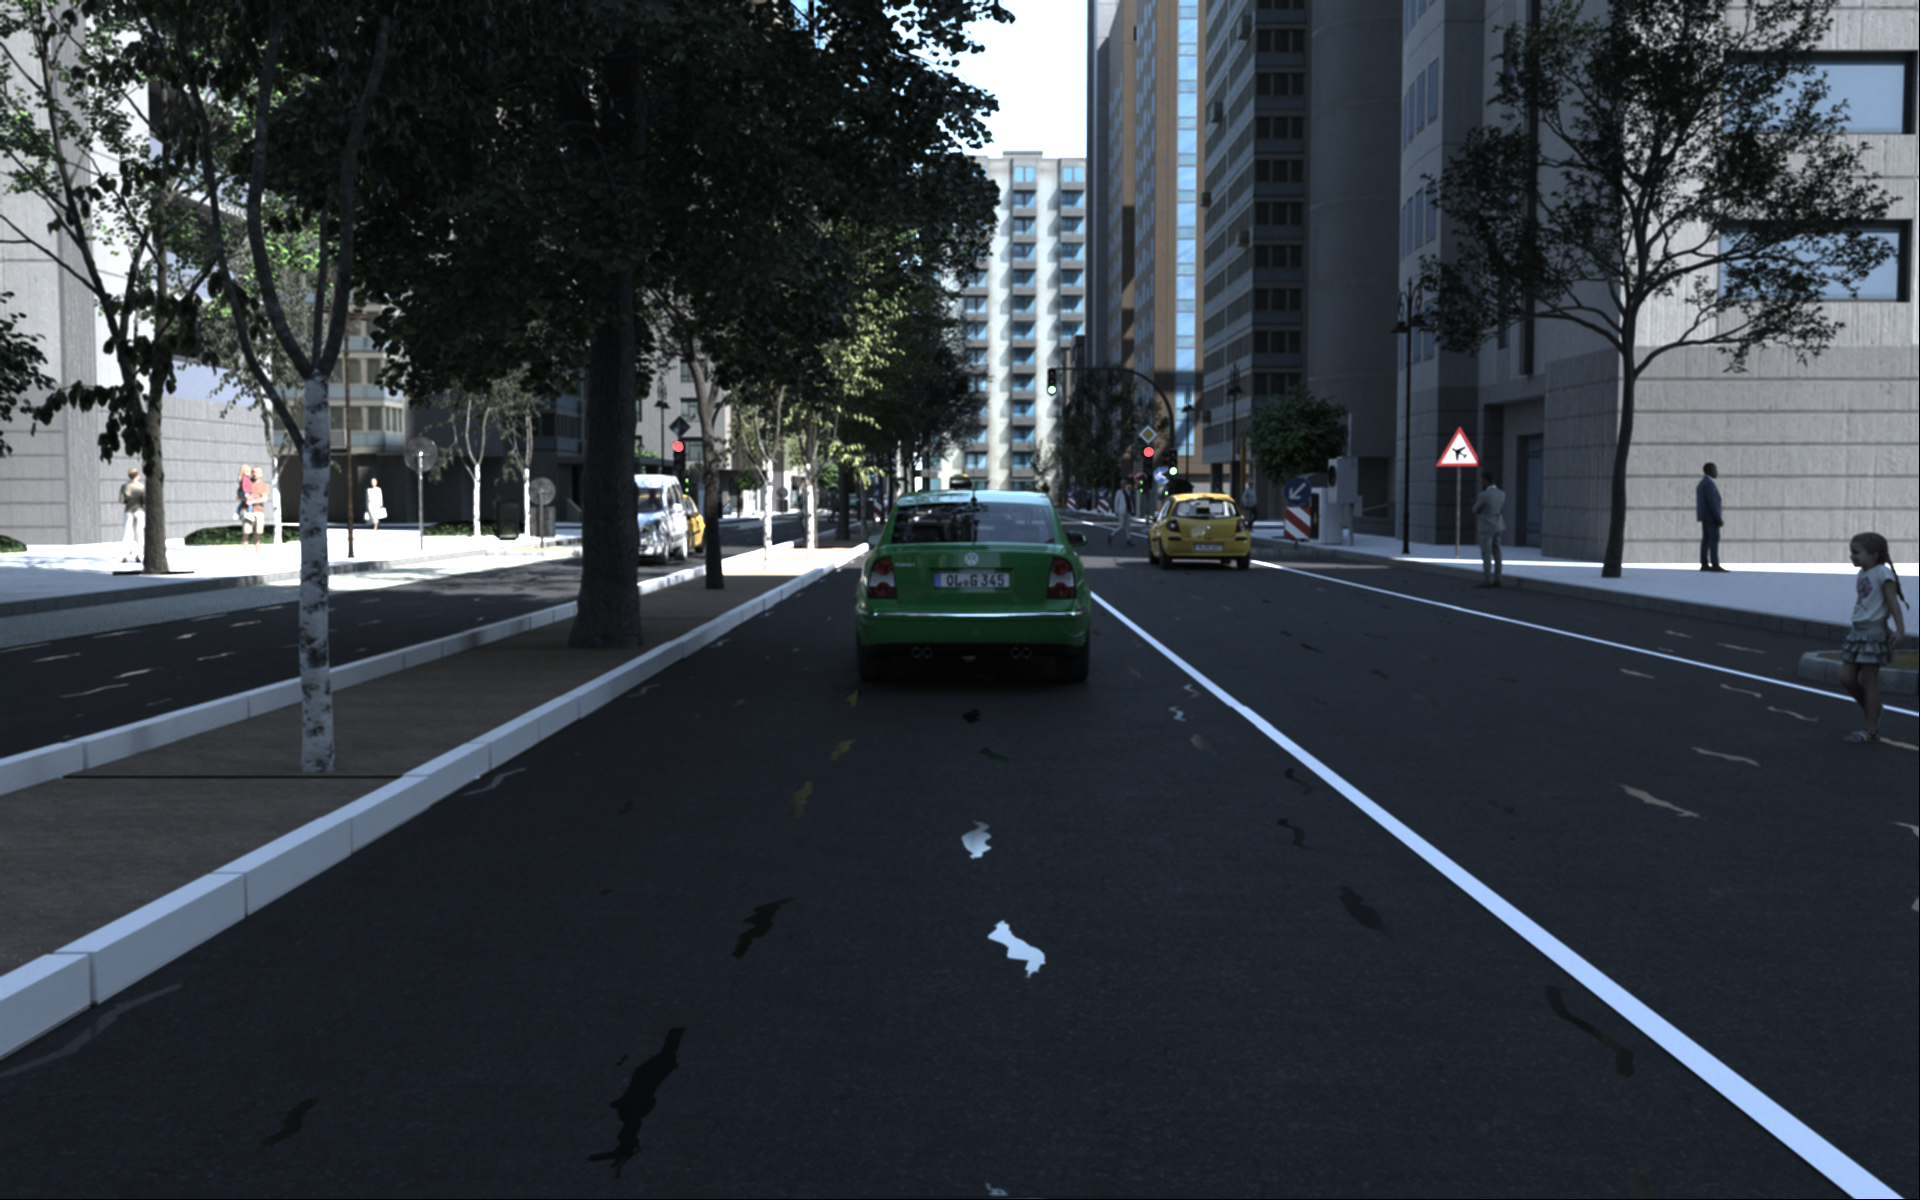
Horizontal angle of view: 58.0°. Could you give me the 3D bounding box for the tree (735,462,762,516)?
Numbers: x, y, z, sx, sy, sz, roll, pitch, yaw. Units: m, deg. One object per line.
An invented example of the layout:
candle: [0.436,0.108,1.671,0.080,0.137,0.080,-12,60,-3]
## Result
tree: [-12.554,-6.637,103.111,1.663,3.219,1.824,0,3,0]

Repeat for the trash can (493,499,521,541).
trash can: [-12.462,-2.205,47.702,0.748,1.137,0.748,0,3,0]

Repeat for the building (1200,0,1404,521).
building: [25.377,-24.212,87.743,23.993,40.220,32.217,0,3,0]

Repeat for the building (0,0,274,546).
building: [-36.091,-31.047,49.624,28.212,58.520,21.231,0,3,0]

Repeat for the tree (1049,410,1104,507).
tree: [10.115,-12.560,155.714,4.737,8.622,4.395,0,3,0]

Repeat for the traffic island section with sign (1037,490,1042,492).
traffic island section with sign: [7.778,-10.020,172.454,1.989,1.847,2.006,0,3,0]

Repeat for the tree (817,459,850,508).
tree: [-12.076,-10.991,163.420,4.285,4.588,4.351,0,3,0]

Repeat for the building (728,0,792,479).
building: [-22.475,-30.699,152.037,14.600,45.320,14.200,0,3,0]

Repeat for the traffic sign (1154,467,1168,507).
traffic sign: [9.553,-5.012,82.048,0.768,2.556,0.104,0,4,1]

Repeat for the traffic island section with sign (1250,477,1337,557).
traffic island section with sign: [7.617,-1.945,40.425,1.989,1.847,2.006,0,3,0]

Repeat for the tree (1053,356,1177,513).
tree: [10.343,-11.096,115.830,8.767,10.594,7.601,1,4,8]

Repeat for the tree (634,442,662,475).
tree: [-20.352,-7.695,109.527,4.285,4.588,4.351,0,3,0]

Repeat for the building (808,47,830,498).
building: [-29.323,-37.603,204.042,27.495,52.752,28.713,0,3,0]

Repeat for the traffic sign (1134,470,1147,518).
traffic sign: [9.580,-5.583,91.388,0.768,2.556,0.104,0,4,3]

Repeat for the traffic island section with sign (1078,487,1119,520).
traffic island section with sign: [7.682,-5.288,95.088,1.989,1.847,2.006,0,3,0]

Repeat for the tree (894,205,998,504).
tree: [-4.694,-14.548,96.210,12.611,20.169,13.585,0,3,0]

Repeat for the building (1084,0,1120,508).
building: [23.064,-38.610,173.270,21.231,58.520,28.212,0,3,0]

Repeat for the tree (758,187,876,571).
tree: [-3.591,-4.855,32.203,4.360,8.622,3.978,0,3,0]

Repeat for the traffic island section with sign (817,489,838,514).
traffic island section with sign: [-9.698,-7.020,123.400,1.989,1.847,2.006,0,3,0]

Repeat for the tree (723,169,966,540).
tree: [-3.707,-8.132,53.543,7.486,12.596,7.792,0,3,0]

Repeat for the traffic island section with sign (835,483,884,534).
traffic island section with sign: [-3.457,-3.338,62.707,2.006,1.907,1.989,0,3,0]

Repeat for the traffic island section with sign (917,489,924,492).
traffic island section with sign: [-3.353,-8.386,145.252,2.006,1.907,1.989,0,3,0]

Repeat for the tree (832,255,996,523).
tree: [-3.356,-10.471,84.025,12.009,13.543,11.850,0,3,0]

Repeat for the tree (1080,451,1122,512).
tree: [10.326,-8.707,126.080,4.285,4.588,4.351,0,3,0]

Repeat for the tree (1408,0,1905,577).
tree: [10.351,-5.616,26.230,7.601,10.594,8.767,2,4,24]

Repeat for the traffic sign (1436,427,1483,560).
traffic sign: [9.639,-2.048,33.495,0.884,2.594,0.081,0,4,7]

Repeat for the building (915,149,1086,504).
building: [8.612,-38.151,243.381,30.456,49.044,23.786,0,3,0]

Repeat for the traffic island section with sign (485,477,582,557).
traffic island section with sign: [-9.814,-1.939,40.337,1.989,1.847,2.006,0,3,0]

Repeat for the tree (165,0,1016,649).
tree: [-3.326,-6.533,15.935,9.857,13.997,8.962,0,3,0]

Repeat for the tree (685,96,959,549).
tree: [-3.782,-7.124,44.684,9.928,11.665,9.643,0,3,0]

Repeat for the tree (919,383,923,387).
tree: [-3.341,-6.547,59.862,4.737,8.622,4.395,0,3,0]

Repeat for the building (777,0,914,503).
building: [-22.130,-56.779,241.006,31.000,86.520,22.319,0,3,0]

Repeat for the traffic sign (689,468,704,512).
traffic sign: [-11.792,-4.751,77.782,0.768,2.556,0.104,0,4,5]

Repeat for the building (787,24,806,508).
building: [-26.400,-33.433,170.330,21.300,48.544,21.600,0,3,0]

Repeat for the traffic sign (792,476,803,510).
traffic sign: [-11.697,-7.620,124.693,0.768,2.556,0.104,1,4,10]

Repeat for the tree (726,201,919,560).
tree: [-3.185,-5.139,36.842,4.737,8.622,4.395,0,3,0]

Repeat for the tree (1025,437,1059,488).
tree: [10.324,-16.618,222.071,4.360,8.622,3.978,0,3,0]

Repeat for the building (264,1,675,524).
building: [-30.808,-23.978,83.928,32.217,40.220,23.993,0,3,0]

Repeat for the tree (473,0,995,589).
tree: [-3.655,-5.452,26.008,8.767,10.594,7.601,0,3,0]

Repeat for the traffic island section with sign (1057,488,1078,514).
traffic island section with sign: [7.715,-6.980,122.749,1.989,1.847,2.006,0,3,0]

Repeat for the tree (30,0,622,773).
tree: [-3.324,-3.430,8.903,4.360,8.622,3.978,0,3,0]

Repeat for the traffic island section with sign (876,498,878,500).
traffic island section with sign: [-9.610,-11.655,199.180,1.989,1.847,2.006,0,3,0]

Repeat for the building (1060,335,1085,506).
building: [26.365,-21.887,202.898,27.650,21.520,28.899,0,3,0]

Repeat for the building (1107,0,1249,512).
building: [20.513,-30.723,152.435,14.600,45.320,14.200,0,3,0]

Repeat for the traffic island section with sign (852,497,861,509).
traffic island section with sign: [-9.645,-10.006,172.225,1.989,1.847,2.006,0,3,0]

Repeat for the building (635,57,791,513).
building: [-19.311,-21.184,118.063,14.160,30.474,14.107,0,3,0]

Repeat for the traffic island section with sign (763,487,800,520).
traffic island section with sign: [-9.738,-5.299,95.274,1.989,1.847,2.006,0,3,0]

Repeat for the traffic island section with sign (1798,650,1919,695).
traffic island section with sign: [7.576,-0.275,13.131,1.989,1.847,2.006,0,3,0]

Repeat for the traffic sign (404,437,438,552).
traffic sign: [-12.010,-2.352,38.569,0.768,2.556,0.104,0,4,3]

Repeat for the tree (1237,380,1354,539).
tree: [9.702,-4.065,50.172,4.285,4.588,4.351,0,3,0]

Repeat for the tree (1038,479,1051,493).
tree: [10.637,-13.549,216.127,1.663,3.219,1.824,0,3,0]

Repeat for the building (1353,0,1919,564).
building: [22.483,-30.696,43.873,21.231,58.520,28.212,0,3,0]
